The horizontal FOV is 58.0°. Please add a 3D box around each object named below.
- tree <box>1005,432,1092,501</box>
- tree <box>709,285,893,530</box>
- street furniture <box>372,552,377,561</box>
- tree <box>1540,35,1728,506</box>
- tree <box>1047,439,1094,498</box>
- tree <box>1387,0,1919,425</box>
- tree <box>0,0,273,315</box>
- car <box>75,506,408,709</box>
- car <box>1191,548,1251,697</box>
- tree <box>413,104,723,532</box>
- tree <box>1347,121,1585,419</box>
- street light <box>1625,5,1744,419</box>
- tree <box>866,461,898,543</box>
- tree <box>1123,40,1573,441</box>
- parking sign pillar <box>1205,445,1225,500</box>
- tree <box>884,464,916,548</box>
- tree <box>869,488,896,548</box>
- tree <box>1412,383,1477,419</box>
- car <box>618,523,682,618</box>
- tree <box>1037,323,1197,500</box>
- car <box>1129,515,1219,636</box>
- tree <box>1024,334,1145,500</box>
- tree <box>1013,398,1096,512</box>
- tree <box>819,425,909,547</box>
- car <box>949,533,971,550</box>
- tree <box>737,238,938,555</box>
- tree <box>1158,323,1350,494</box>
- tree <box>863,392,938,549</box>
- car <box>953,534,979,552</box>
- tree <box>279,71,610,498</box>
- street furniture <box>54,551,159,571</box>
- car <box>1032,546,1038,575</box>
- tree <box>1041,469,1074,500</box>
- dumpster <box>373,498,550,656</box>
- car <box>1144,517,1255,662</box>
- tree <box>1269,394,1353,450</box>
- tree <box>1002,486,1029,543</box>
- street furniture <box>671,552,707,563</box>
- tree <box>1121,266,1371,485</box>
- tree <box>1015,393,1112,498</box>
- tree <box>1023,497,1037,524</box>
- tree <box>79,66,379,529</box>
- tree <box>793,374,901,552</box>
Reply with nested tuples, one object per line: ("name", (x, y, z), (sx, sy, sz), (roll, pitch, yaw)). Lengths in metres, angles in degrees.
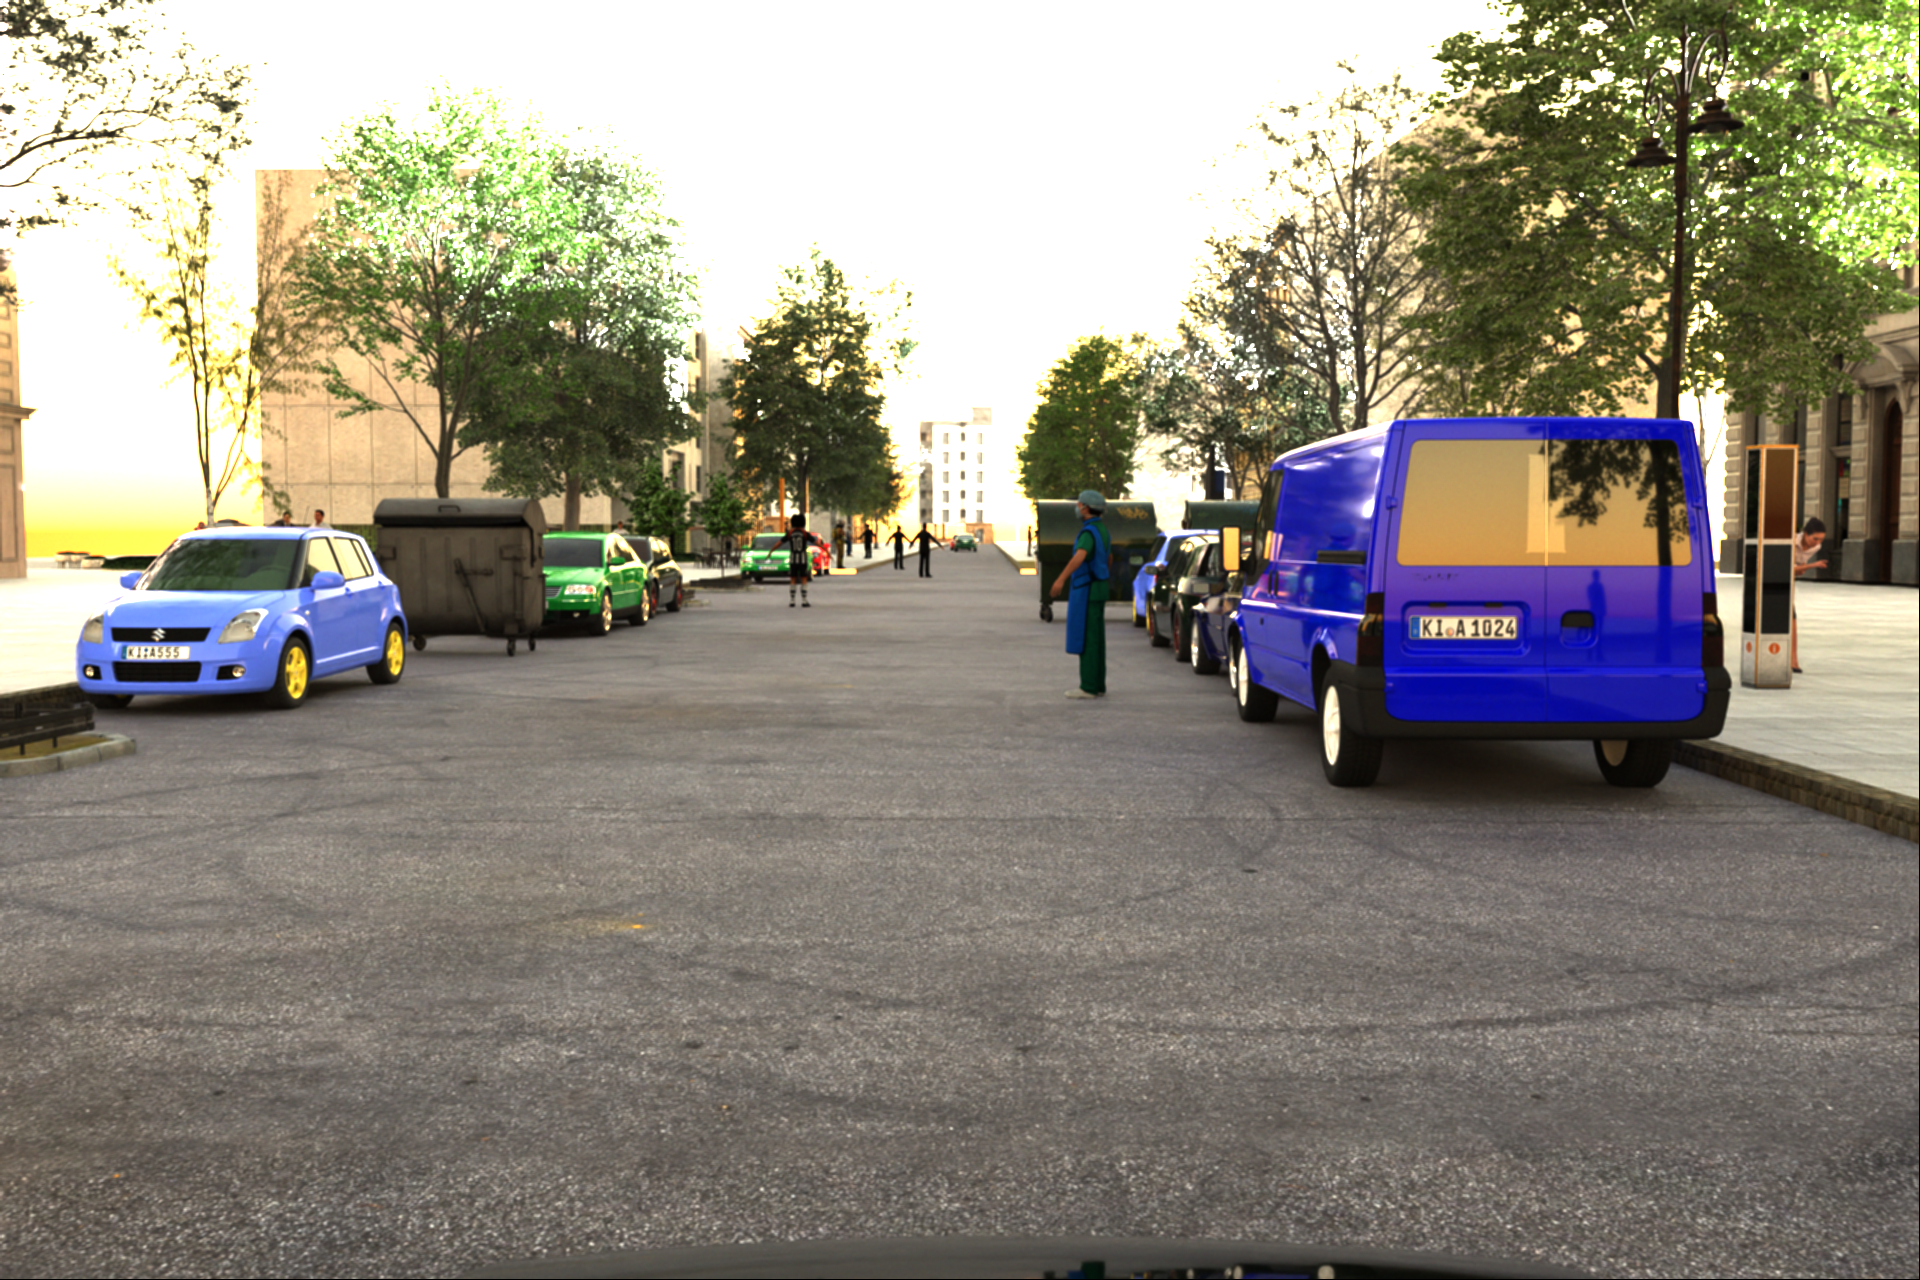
("tree", (8.207, -14.356, 160.471), (9.928, 11.665, 9.643), (0, 3, 0))
("tree", (-8.099, -11.219, 90.092), (9.857, 13.997, 8.962), (0, 3, 0))
("street furniture", (-25.350, -3.711, 76.299), (5.734, 0.657, 10.072), (0, 4, -3))
("tree", (28.029, -12.960, 67.786), (12.611, 20.169, 13.585), (0, 3, 0))
("tree", (7.300, -9.753, 109.829), (4.360, 8.622, 3.978), (0, 3, 0))
("tree", (9.400, -6.340, 21.787), (7.486, 12.596, 7.792), (0, 3, 0))
("tree", (-12.151, -6.462, 16.028), (12.009, 13.543, 11.850), (0, 3, 0))
("car", (-6.253, -0.350, 15.313), (1.945, 1.707, 3.694), (0, 4, 1))
("car", (3.251, -0.242, 16.531), (1.945, 1.354, 3.894), (0, 4, 0))
("tree", (-12.026, -8.976, 53.407), (9.857, 13.997, 8.962), (0, 3, 0))
("tree", (9.531, -4.933, 31.011), (4.360, 8.622, 3.978), (0, 3, 0))
("street light", (6.561, -2.634, 15.862), (0.468, 5.910, 1.993), (0, 4, 1))
("tree", (-12.509, -20.583, 254.658), (7.486, 12.596, 7.792), (0, 3, 0))
("tree", (9.690, -8.098, 42.771), (12.009, 13.543, 11.850), (0, 3, 0))
("parking sign pillar", (7.756, -3.940, 52.893), (1.447, 3.967, 1.447), (0, 4, 1))
("tree", (-6.535, -13.080, 164.222), (4.737, 8.622, 4.395), (0, 3, 0))
("tree", (-7.484, -12.706, 158.110), (4.737, 8.622, 4.395), (0, 3, 0))
("tree", (22.909, -7.976, 80.778), (4.737, 8.622, 4.395), (0, 3, 0))
("car", (-6.034, -1.275, 30.636), (2.009, 1.686, 4.222), (0, 4, 1))
("tree", (7.528, -9.689, 84.173), (9.928, 11.665, 9.643), (0, 3, 0))
("car", (3.489, -0.978, 25.579), (1.945, 1.707, 3.694), (0, 4, 1))
("tree", (7.096, -11.050, 98.787), (7.486, 12.596, 7.792), (0, 3, 0))
("tree", (7.747, -13.723, 142.493), (7.486, 12.596, 7.792), (0, 3, 0))
("tree", (-7.541, -12.145, 132.982), (7.601, 10.594, 8.767), (-1, 4, -23))
("car", (0.081, -8.785, 152.679), (2.155, 1.783, 4.494), (0, 4, 1))
("tree", (-7.652, -15.515, 109.554), (12.611, 20.169, 13.585), (0, 3, 0))
("tree", (12.529, -8.351, 70.948), (8.767, 10.594, 7.601), (-2, 4, -28))
("tree", (-7.099, -14.554, 148.331), (12.009, 13.543, 11.850), (0, 3, 0))
("car", (0.465, -7.944, 141.689), (2.131, 1.459, 4.920), (0, 4, 1))
("tree", (-11.771, -6.956, 39.482), (9.928, 11.665, 9.643), (0, 3, 0))
("street furniture", (-29.377, -2.965, 64.108), (10.072, 0.657, 5.734), (3, 5, 42))
("car", (3.660, -3.066, 62.490), (2.083, 1.381, 4.827), (0, 4, 1))
("tree", (7.903, -11.108, 131.982), (4.737, 8.622, 4.395), (0, 3, 0))
("dumpster", (-5.966, -0.767, 20.748), (1.865, 1.857, 1.264), (0, 4, 1))
("car", (3.277, -0.675, 20.822), (2.009, 1.686, 4.222), (0, 4, 0))
("tree", (16.148, -8.035, 81.728), (4.360, 8.622, 3.978), (0, 3, 0))
("tree", (8.905, -19.006, 261.112), (4.360, 8.622, 3.978), (0, 3, 0))
("street furniture", (-15.983, -3.696, 76.061), (10.072, 0.657, 5.734), (-3, 4, -37))
("tree", (9.590, -7.591, 58.532), (8.767, 10.594, 7.601), (1, 4, 8))
("tree", (7.851, -12.198, 125.186), (9.928, 11.665, 9.643), (0, 3, 0))
("tree", (11.842, -18.601, 254.484), (4.360, 8.622, 3.978), (0, 3, 0))
("tree", (-12.428, -4.756, 28.122), (4.360, 8.622, 3.978), (0, 3, 0))
("tree", (-8.009, -12.525, 122.912), (7.486, 12.596, 7.792), (0, 3, 0))
